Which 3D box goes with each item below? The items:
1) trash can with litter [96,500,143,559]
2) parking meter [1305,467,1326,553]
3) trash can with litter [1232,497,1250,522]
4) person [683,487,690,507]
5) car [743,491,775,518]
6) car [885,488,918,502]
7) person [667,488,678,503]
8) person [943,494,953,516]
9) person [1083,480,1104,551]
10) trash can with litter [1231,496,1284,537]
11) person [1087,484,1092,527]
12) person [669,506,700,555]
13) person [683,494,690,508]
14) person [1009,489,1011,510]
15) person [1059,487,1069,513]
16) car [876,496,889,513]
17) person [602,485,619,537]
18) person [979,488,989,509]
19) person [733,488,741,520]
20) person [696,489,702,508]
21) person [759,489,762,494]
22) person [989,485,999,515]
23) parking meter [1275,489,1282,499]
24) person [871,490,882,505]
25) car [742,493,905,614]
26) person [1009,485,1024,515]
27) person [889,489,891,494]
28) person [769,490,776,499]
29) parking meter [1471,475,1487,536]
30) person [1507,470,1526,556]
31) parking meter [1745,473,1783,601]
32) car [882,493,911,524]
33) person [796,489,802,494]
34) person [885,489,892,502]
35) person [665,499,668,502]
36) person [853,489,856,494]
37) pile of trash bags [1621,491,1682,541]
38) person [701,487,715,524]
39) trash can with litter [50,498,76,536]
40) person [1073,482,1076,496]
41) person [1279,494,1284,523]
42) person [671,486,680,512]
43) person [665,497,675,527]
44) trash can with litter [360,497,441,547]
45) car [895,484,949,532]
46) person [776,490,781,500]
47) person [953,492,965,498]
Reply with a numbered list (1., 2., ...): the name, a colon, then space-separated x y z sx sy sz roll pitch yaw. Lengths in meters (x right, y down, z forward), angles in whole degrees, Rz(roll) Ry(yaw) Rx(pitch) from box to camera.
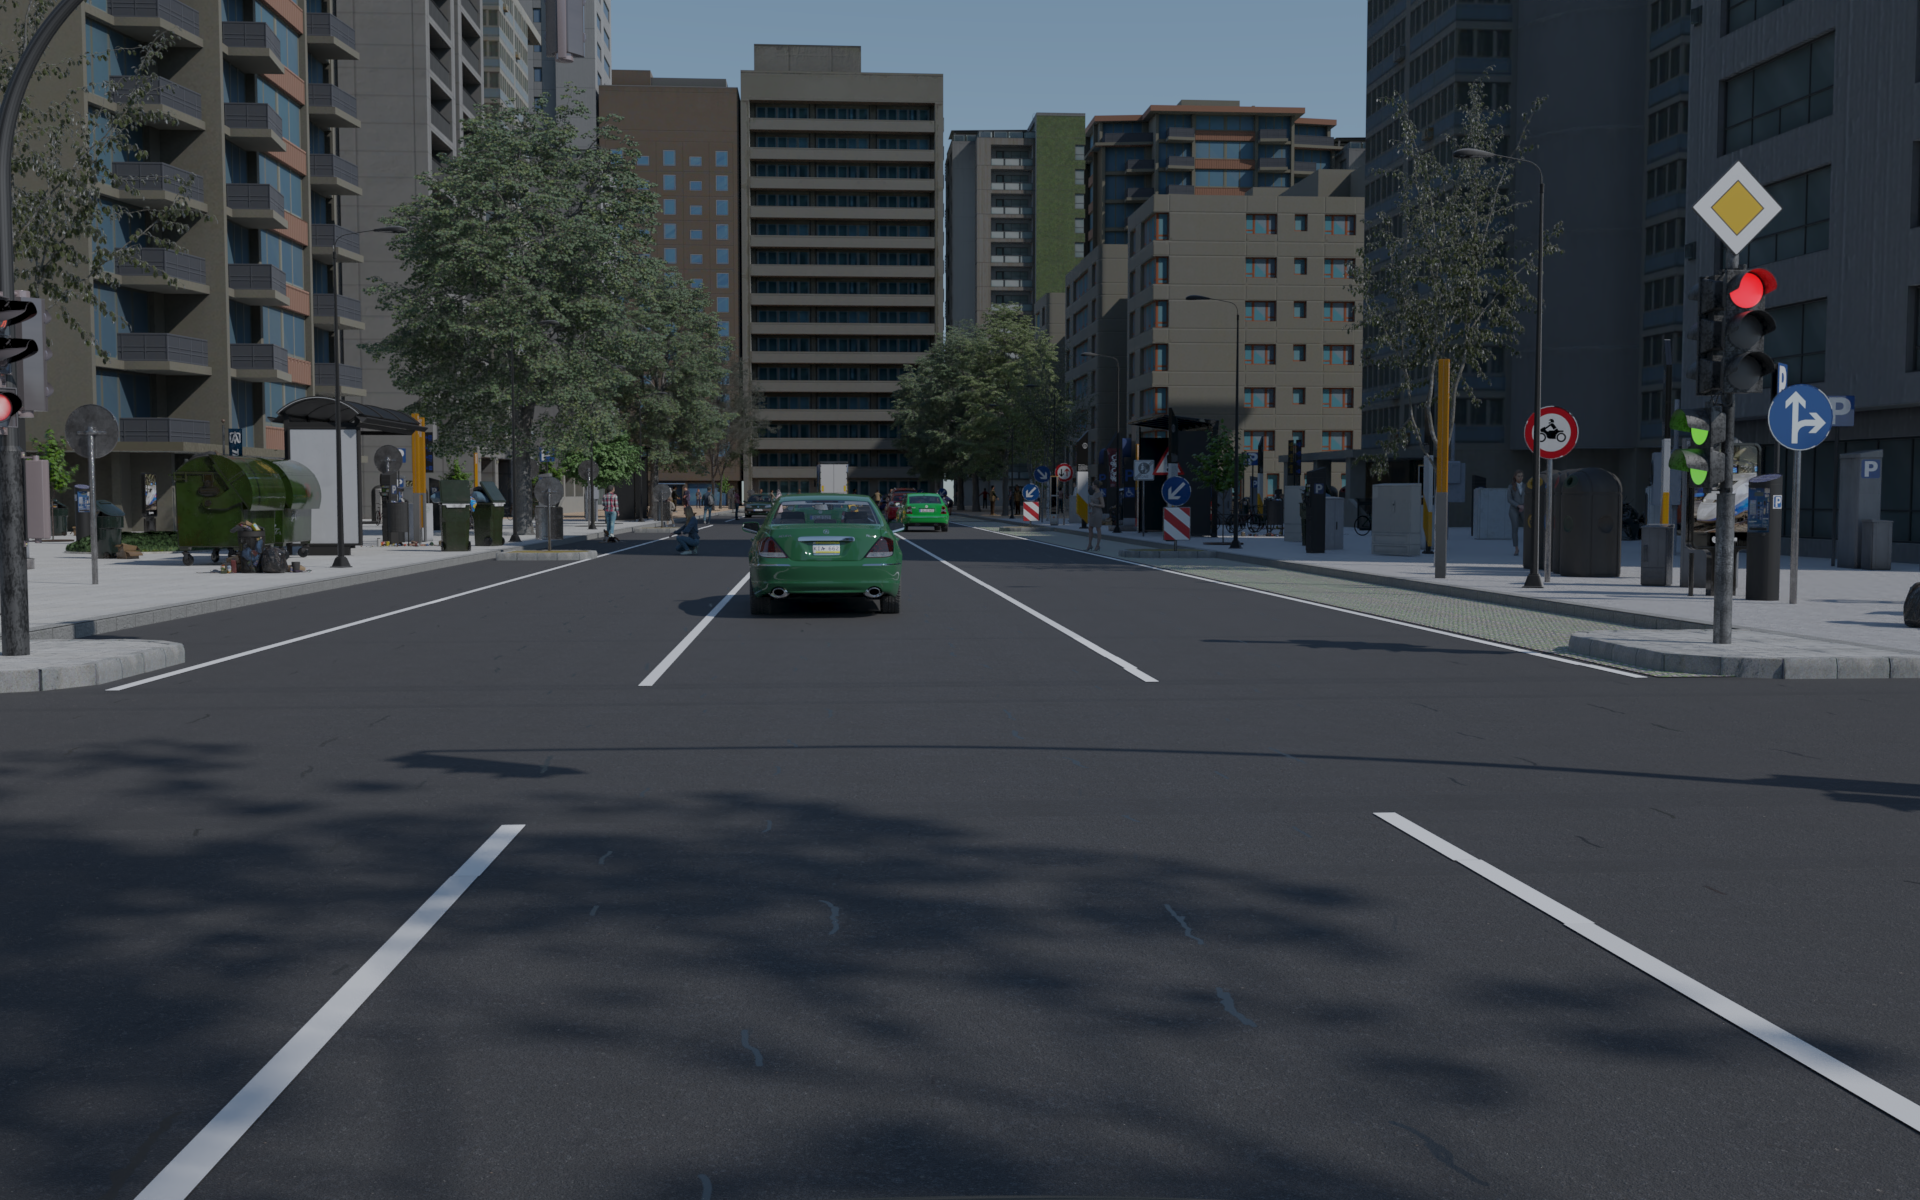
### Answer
1. trash can with litter: -16.684 -1.405 34.358 1.055 1.170 0.624 1 4 20
2. parking meter: 7.708 -1.949 37.579 0.399 1.863 0.255 -1 4 -16
3. trash can with litter: 12.663 -4.117 78.692 1.055 1.170 0.624 3 4 39
4. person: -18.052 -6.590 114.238 0.683 1.767 0.568 2 4 28
5. car: -12.169 -5.851 105.448 2.009 1.686 4.222 0 4 -3
6. car: -3.497 -6.044 107.485 2.281 1.827 5.304 0 4 -5
7. person: -20.996 -7.273 125.679 1.217 1.736 0.721 1 4 21
8. person: -0.779 -6.290 114.576 0.697 1.427 0.421 2 4 24
9. person: 3.348 -2.101 43.193 0.374 1.781 0.599 -1 4 -21
10. trash can with litter: 9.163 -2.540 52.587 2.233 1.210 1.678 -1 4 -16
11. person: 4.866 -3.653 66.777 0.522 1.701 0.512 3 4 39
12. person: -6.531 -1.657 41.097 0.738 1.151 1.012 -1 4 -10
13. person: -18.786 -6.718 119.108 0.421 1.427 0.697 -3 5 -40
14. person: 3.978 -7.892 136.009 0.436 1.711 0.756 1 4 18
15. person: 6.687 -6.605 114.739 1.217 1.736 0.721 2 4 24
16. car: -5.254 -7.130 129.151 1.945 1.354 3.894 0 4 -4
17. person: -11.372 -2.872 56.296 0.563 1.720 0.643 1 4 16
18. person: 2.200 -8.935 152.093 1.348 1.831 0.705 0 4 5
19. person: -12.249 -5.287 95.662 0.721 1.743 1.217 0 4 0
20. person: -23.307 -9.057 154.655 0.617 1.759 0.750 -2 4 -24
21. person: -15.073 -7.499 131.238 0.705 1.807 1.348 0 4 3
22. person: 2.017 -6.073 105.437 0.705 1.812 1.348 -1 4 -21
23. parking meter: 15.758 -4.729 85.731 0.372 1.533 0.369 0 3 0
24. person: -7.145 -8.656 150.113 1.348 1.812 0.705 0 4 8
25. car: -1.732 -0.631 22.120 2.131 1.459 4.920 0 4 -5
26. person: 3.509 -6.104 105.939 0.705 1.812 1.348 -3 5 -41
27. person: -5.576 -8.007 139.510 0.705 1.812 1.348 0 4 -3
28. person: -17.004 -9.059 156.628 0.705 1.823 1.348 -3 4 -37
29. parking meter: 15.822 -2.880 52.797 0.399 1.863 0.255 -1 4 -9
30. person: 11.684 -1.815 35.995 0.520 1.790 0.573 -1 4 -11
31. parking meter: 9.710 -0.765 20.919 0.372 1.533 0.369 0 3 0
32. car: -2.604 -4.439 81.625 2.155 1.783 4.494 0 4 -4
33. person: -12.579 -7.761 135.526 1.348 1.807 0.705 -1 4 -11
34. person: -4.794 -6.908 121.990 0.990 1.755 0.434 0 4 0
35. person: -23.111 -7.915 136.372 0.530 1.710 0.541 -1 4 -17
36. person: -7.880 -7.434 130.007 0.705 1.831 1.348 -1 4 -12
37. pile of trash bags: 19.166 -2.388 48.794 3.447 1.369 1.912 -2 4 -24
38. person: -12.070 -4.534 82.984 0.623 1.781 0.721 -1 4 -16
39. trash can with litter: -27.422 -2.557 53.198 1.055 1.170 0.624 -2 4 -28
40. person: 5.406 -4.528 80.178 0.850 1.850 0.679 1 4 12
41. person: 14.024 -4.016 75.956 0.590 1.304 0.306 0 4 1
42. person: -20.065 -7.111 121.944 0.705 1.869 1.348 -2 4 -32
43. person: -12.591 -3.824 75.298 0.475 1.303 0.640 1 4 20
44. trash can with litter: -13.418 -1.922 42.480 2.233 1.210 1.678 0 4 -3
45. car: -1.488 -3.564 67.072 1.959 1.807 4.718 0 4 -6
46. person: -12.940 -6.992 123.485 0.621 1.740 0.551 0 4 -1
47. person: -0.093 -9.265 158.236 1.217 1.736 0.721 1 4 23
